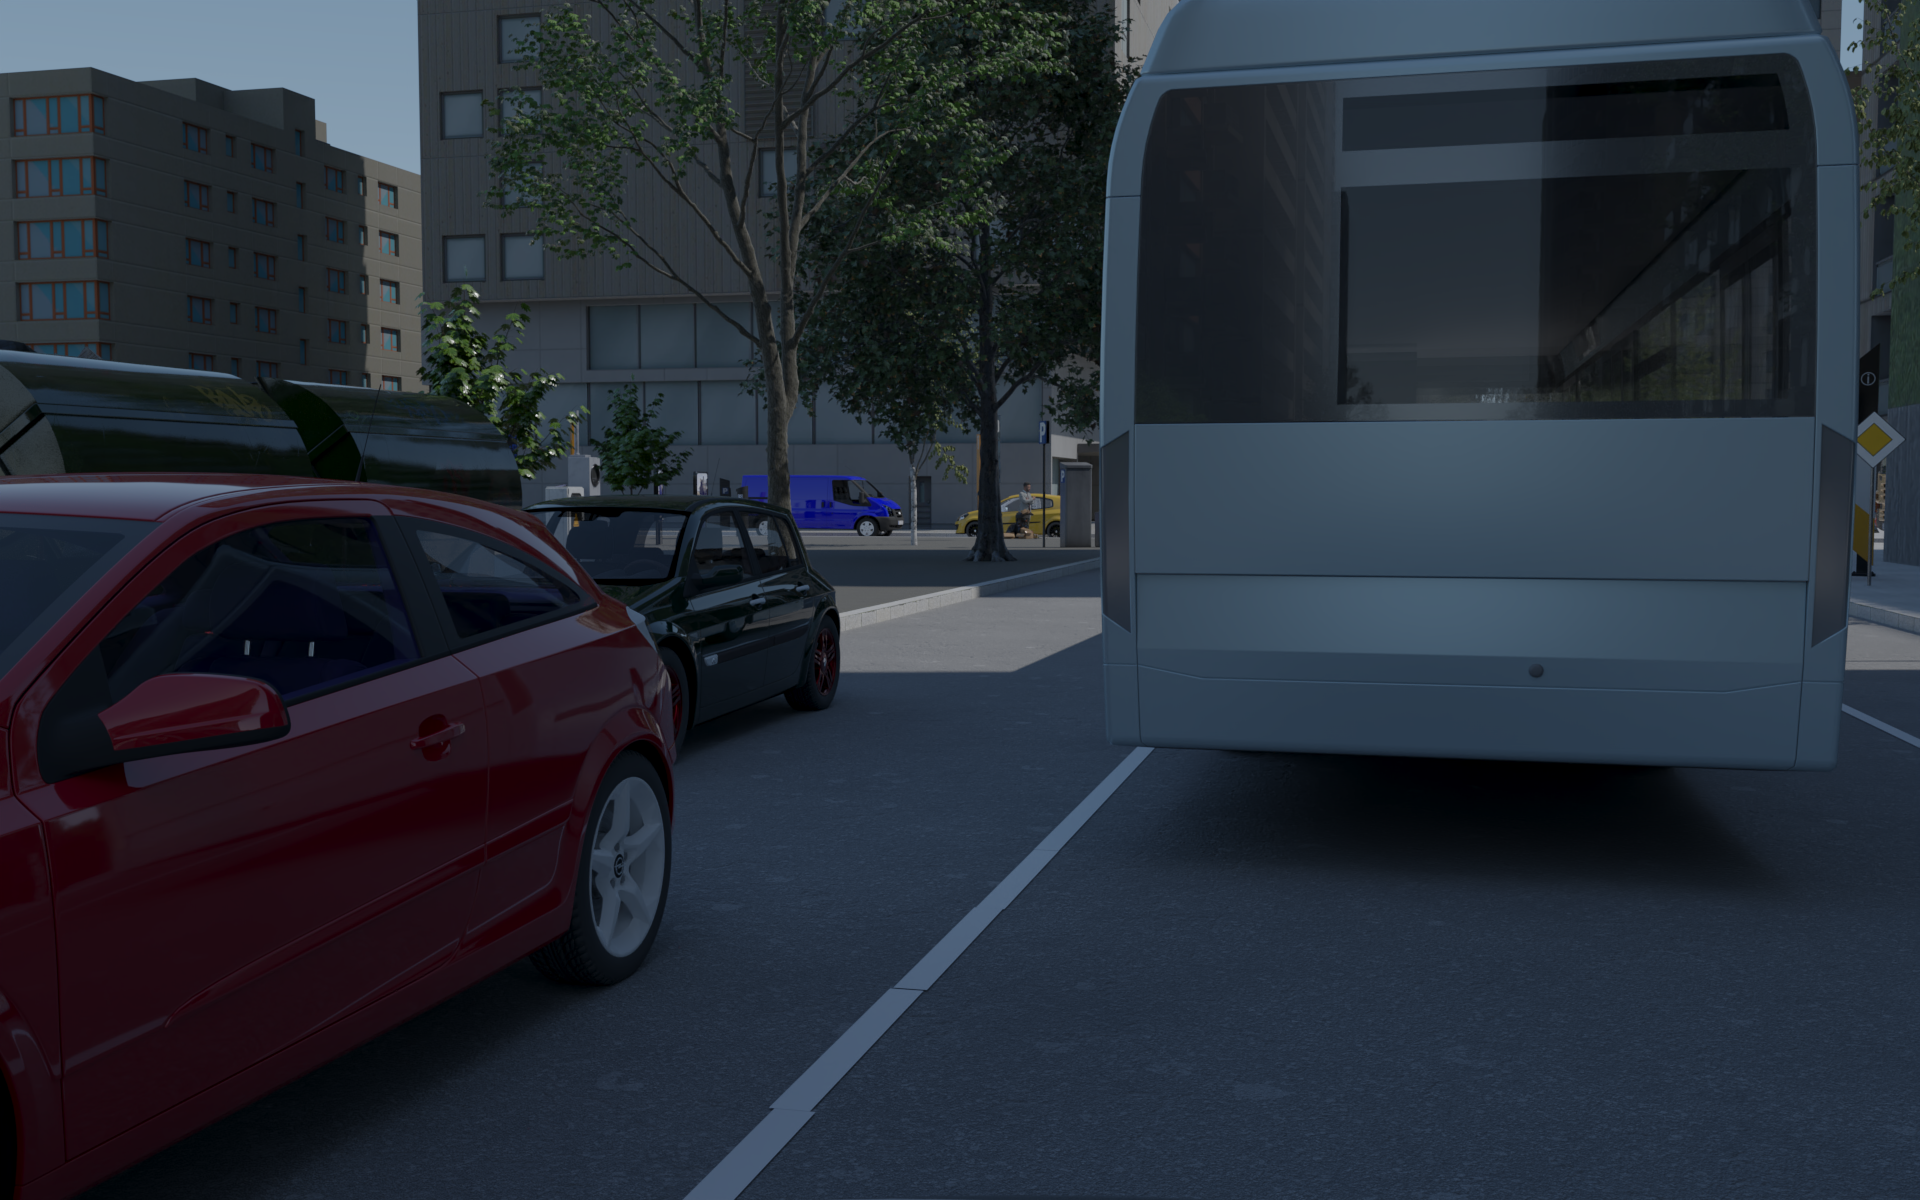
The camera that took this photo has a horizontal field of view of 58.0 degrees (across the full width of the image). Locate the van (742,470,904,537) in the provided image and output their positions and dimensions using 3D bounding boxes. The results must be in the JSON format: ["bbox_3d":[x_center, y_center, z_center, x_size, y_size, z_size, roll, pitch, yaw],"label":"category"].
[{"bbox_3d":[-4.432,-3.157,55.996,5.245,2.365,2.240,1,4,14],"label":"van"}]

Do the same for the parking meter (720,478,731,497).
[{"bbox_3d":[-8.455,-3.469,62.430,0.399,1.863,0.255,-1,4,-12],"label":"parking meter"}]

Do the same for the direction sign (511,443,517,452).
[{"bbox_3d":[-16.196,-4.263,61.692,0.876,3.537,0.379,-1,4,-19],"label":"direction sign"}]

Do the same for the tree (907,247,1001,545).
[{"bbox_3d":[-0.967,-5.661,42.924,4.737,8.622,4.395,0,3,0],"label":"tree"}]

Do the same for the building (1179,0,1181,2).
[{"bbox_3d":[9.228,-28.038,113.047,22.147,44.769,28.867,1,4,14],"label":"building"}]

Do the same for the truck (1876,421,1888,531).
[{"bbox_3d":[30.473,-3.543,46.834,11.283,4.237,2.839,1,4,12],"label":"truck"}]

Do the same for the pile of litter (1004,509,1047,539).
[{"bbox_3d":[1.701,-2.191,49.793,1.176,0.858,1.719,-3,5,-39],"label":"pile of litter"}]

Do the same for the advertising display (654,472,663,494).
[{"bbox_3d":[-7.650,-2.371,43.986,0.123,1.923,0.974,0,4,-2],"label":"advertising display"}]

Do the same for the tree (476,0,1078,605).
[{"bbox_3d":[-2.132,-5.761,19.946,9.928,11.665,9.643,0,3,0],"label":"tree"}]

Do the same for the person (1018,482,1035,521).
[{"bbox_3d":[2.032,-2.664,52.234,0.466,1.800,0.511,1,4,22],"label":"person"}]

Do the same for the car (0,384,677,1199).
[{"bbox_3d":[-2.161,0.316,3.877,2.155,1.783,4.494,1,4,14],"label":"car"}]

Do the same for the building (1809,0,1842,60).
[{"bbox_3d":[53.574,-42.440,132.139,20.563,71.187,20.611,1,4,14],"label":"building"}]

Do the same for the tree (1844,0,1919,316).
[{"bbox_3d":[12.239,-4.280,20.334,4.737,8.622,4.395,0,3,0],"label":"tree"}]

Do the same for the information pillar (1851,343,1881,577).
[{"bbox_3d":[14.035,-2.179,26.988,0.504,3.616,0.183,2,4,32],"label":"information pillar"}]

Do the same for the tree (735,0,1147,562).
[{"bbox_3d":[0.461,-7.093,32.978,9.611,12.733,9.660,0,3,0],"label":"tree"}]

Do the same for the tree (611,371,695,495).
[{"bbox_3d":[-5.199,-2.002,27.337,1.663,3.219,1.824,0,3,0],"label":"tree"}]

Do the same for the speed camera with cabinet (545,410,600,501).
[{"bbox_3d":[-9.000,-2.813,40.336,0.660,3.252,2.038,1,4,9],"label":"speed camera with cabinet"}]

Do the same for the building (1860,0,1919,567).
[{"bbox_3d":[24.726,-21.281,31.542,14.154,41.232,14.086,1,4,14],"label":"building"}]

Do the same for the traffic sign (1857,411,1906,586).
[{"bbox_3d":[12.726,-1.406,24.179,0.795,2.450,0.064,1,4,23],"label":"traffic sign"}]

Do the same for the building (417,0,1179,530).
[{"bbox_3d":[-4.537,-29.696,74.763,28.713,52.752,27.495,1,4,14],"label":"building"}]

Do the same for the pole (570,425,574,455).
[{"bbox_3d":[-10.887,-3.367,48.893,0.158,3.312,0.155,0,3,0],"label":"pole"}]

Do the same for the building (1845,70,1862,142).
[{"bbox_3d":[91.796,-32.428,180.311,14.200,45.320,14.600,1,4,14],"label":"building"}]

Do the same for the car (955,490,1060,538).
[{"bbox_3d":[1.820,-2.708,54.493,3.980,1.641,2.015,1,4,14],"label":"car"}]

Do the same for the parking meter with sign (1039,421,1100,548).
[{"bbox_3d":[2.799,-2.769,41.529,1.738,3.016,0.543,-1,4,-16],"label":"parking meter with sign"}]

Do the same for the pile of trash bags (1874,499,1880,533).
[{"bbox_3d":[29.633,-2.928,57.631,3.447,1.369,1.912,-3,5,-44],"label":"pile of trash bags"}]

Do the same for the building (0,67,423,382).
[{"bbox_3d":[-45.766,-14.815,87.272,28.899,21.520,27.650,1,4,14],"label":"building"}]

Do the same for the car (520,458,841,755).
[{"bbox_3d":[-2.039,-0.035,10.360,2.009,1.686,4.222,1,4,14],"label":"car"}]

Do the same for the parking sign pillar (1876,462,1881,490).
[{"bbox_3d":[48.478,-6.355,92.370,1.447,3.967,1.447,1,4,20],"label":"parking sign pillar"}]

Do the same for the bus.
[{"bbox_3d":[3.444,-1.078,12.481,2.948,3.499,13.247,1,4,15],"label":"bus"}]

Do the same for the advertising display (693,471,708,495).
[{"bbox_3d":[-7.453,-2.727,49.798,0.123,1.923,0.974,1,4,11],"label":"advertising display"}]

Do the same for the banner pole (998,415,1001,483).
[{"bbox_3d":[0.861,-3.544,47.956,0.401,3.779,0.863,3,5,42],"label":"banner pole"}]

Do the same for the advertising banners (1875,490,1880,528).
[{"bbox_3d":[34.812,-4.255,65.764,0.090,3.025,2.074,-3,5,-42],"label":"advertising banners"}]

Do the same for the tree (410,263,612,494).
[{"bbox_3d":[-4.187,-1.216,14.477,1.663,3.219,1.824,0,3,0],"label":"tree"}]

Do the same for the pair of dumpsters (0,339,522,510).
[{"bbox_3d":[-4.311,-0.471,10.200,1.574,2.255,4.437,1,4,14],"label":"pair of dumpsters"}]

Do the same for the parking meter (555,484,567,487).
[{"bbox_3d":[-10.058,-2.148,43.539,0.372,1.533,0.369,0,3,0],"label":"parking meter"}]

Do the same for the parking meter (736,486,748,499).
[{"bbox_3d":[-6.579,-2.686,52.321,0.372,1.533,0.369,0,3,0],"label":"parking meter"}]

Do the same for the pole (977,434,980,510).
[{"bbox_3d":[0.673,-3.985,59.005,0.158,3.312,0.155,0,3,0],"label":"pole"}]
